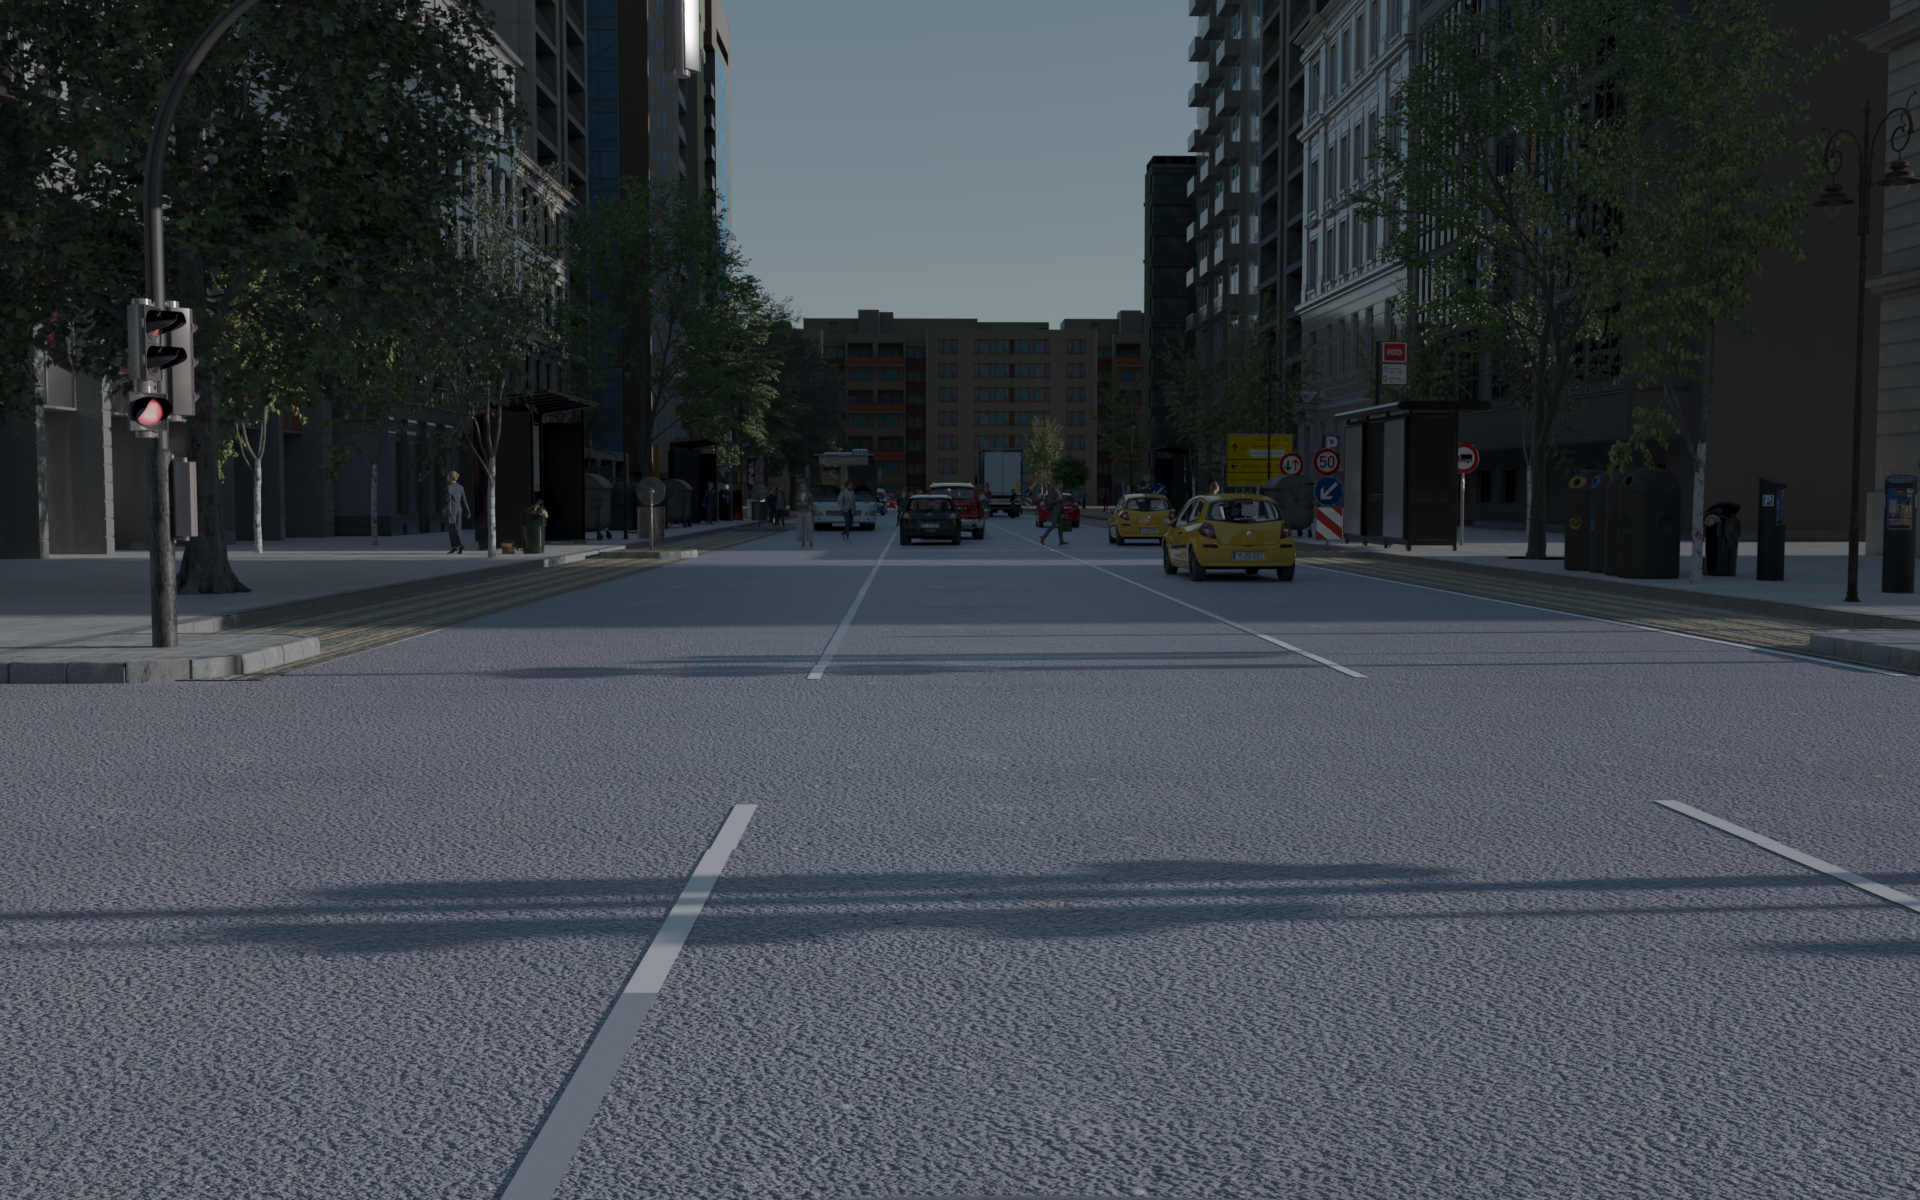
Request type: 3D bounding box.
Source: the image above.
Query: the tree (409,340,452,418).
[{"bbox_3d":[-14.678,-5.684,43.303,4.737,8.622,4.395,0,3,0],"label":"tree"}]

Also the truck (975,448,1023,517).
[{"bbox_3d":[2.501,-7.525,111.953,2.839,4.237,11.283,0,4,-1],"label":"truck"}]

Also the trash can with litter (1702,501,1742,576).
[{"bbox_3d":[11.882,-0.977,27.359,0.624,1.170,1.055,0,4,1],"label":"trash can with litter"}]

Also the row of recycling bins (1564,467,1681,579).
[{"bbox_3d":[10.607,-1.262,27.748,1.069,1.692,3.534,0,4,3],"label":"row of recycling bins"}]

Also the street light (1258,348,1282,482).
[{"bbox_3d":[9.791,-5.019,54.846,0.468,5.910,1.993,0,4,-1],"label":"street light"}]

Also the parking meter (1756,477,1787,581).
[{"bbox_3d":[12.030,-1.056,25.674,0.372,1.533,0.369,0,3,0],"label":"parking meter"}]

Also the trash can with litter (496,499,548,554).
[{"bbox_3d":[-9.378,-1.571,37.068,1.055,1.170,0.624,-1,4,-18],"label":"trash can with litter"}]

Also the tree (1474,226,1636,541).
[{"bbox_3d":[15.680,-5.910,46.987,4.360,8.622,3.978,0,3,0],"label":"tree"}]

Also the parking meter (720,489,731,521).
[{"bbox_3d":[-11.378,-4.594,83.522,0.372,1.533,0.369,0,3,0],"label":"parking meter"}]

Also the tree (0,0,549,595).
[{"bbox_3d":[-9.939,-6.435,22.214,9.611,12.733,9.660,0,3,0],"label":"tree"}]

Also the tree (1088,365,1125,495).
[{"bbox_3d":[9.281,-9.025,97.923,4.737,8.622,4.395,0,3,0],"label":"tree"}]

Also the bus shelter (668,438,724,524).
[{"bbox_3d":[-11.559,-5.195,76.224,1.731,3.624,6.357,0,4,-1],"label":"bus shelter"}]

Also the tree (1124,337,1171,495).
[{"bbox_3d":[10.415,-7.661,75.625,4.737,8.622,4.395,0,3,0],"label":"tree"}]

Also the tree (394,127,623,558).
[{"bbox_3d":[-9.581,-5.153,34.612,4.360,8.622,3.978,0,3,0],"label":"tree"}]

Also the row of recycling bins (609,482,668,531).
[{"bbox_3d":[-11.485,-3.369,62.188,1.069,1.692,3.534,1,4,18],"label":"row of recycling bins"}]

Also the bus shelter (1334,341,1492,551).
[{"bbox_3d":[10.759,-4.003,43.085,2.179,5.291,8.768,0,4,-1],"label":"bus shelter"}]

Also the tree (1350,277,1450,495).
[{"bbox_3d":[15.063,-6.514,56.859,4.737,8.622,4.395,0,3,0],"label":"tree"}]

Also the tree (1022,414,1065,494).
[{"bbox_3d":[7.794,-13.115,164.792,4.737,8.622,4.395,0,3,0],"label":"tree"}]

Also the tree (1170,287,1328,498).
[{"bbox_3d":[10.958,-6.867,62.642,4.737,8.622,4.395,0,3,0],"label":"tree"}]

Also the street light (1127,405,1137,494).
[{"bbox_3d":[8.872,-7.146,89.626,0.468,5.910,1.993,0,4,-1],"label":"street light"}]

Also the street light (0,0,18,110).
[{"bbox_3d":[-8.660,-2.574,14.866,0.468,5.910,1.993,0,4,-1],"label":"street light"}]

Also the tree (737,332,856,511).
[{"bbox_3d":[-12.582,-13.724,131.049,9.857,13.997,8.962,0,3,0],"label":"tree"}]

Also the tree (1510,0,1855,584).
[{"bbox_3d":[10.401,-4.550,24.748,4.737,8.622,4.395,0,3,0],"label":"tree"}]

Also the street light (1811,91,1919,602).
[{"bbox_3d":[10.617,-2.914,20.436,0.468,5.910,1.993,0,4,-1],"label":"street light"}]

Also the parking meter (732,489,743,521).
[{"bbox_3d":[-10.936,-4.724,85.643,0.372,1.533,0.369,0,3,0],"label":"parking meter"}]

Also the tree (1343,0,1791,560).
[{"bbox_3d":[11.514,-6.601,33.688,9.928,11.665,9.643,0,3,0],"label":"tree"}]

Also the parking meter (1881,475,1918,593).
[{"bbox_3d":[12.193,-0.860,22.476,0.372,1.533,0.369,0,3,0],"label":"parking meter"}]

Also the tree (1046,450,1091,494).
[{"bbox_3d":[8.119,-8.888,129.027,4.285,4.588,4.351,0,3,0],"label":"tree"}]

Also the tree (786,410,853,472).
[{"bbox_3d":[-12.731,-13.544,155.848,7.601,10.594,8.767,0,4,-3],"label":"tree"}]

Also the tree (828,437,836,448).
[{"bbox_3d":[-12.877,-13.073,164.113,4.737,8.622,4.395,0,3,0],"label":"tree"}]

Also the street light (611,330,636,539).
[{"bbox_3d":[-9.512,-4.668,49.107,0.468,5.910,1.993,0,4,-1],"label":"street light"}]

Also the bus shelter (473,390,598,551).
[{"bbox_3d":[-10.215,-3.111,42.156,1.731,3.624,6.357,0,4,-1],"label":"bus shelter"}]

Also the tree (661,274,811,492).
[{"bbox_3d":[-11.580,-10.461,89.159,7.486,12.596,7.792,0,3,0],"label":"tree"}]

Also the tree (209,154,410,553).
[{"bbox_3d":[-15.331,-5.350,37.835,4.737,8.622,4.395,0,3,0],"label":"tree"}]

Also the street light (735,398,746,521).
[{"bbox_3d":[-10.544,-6.770,83.474,0.468,5.910,1.993,0,4,-1],"label":"street light"}]

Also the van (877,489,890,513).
[{"bbox_3d":[-6.368,-7.640,131.933,2.013,2.044,4.112,0,4,-3],"label":"van"}]

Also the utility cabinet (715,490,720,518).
[{"bbox_3d":[-12.123,-4.822,87.515,0.318,1.500,1.173,-1,4,-20],"label":"utility cabinet"}]

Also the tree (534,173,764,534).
[{"bbox_3d":[-10.250,-7.984,56.299,9.928,11.665,9.643,0,3,0],"label":"tree"}]

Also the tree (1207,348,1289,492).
[{"bbox_3d":[14.191,-8.304,86.130,4.360,8.622,3.978,0,3,0],"label":"tree"}]

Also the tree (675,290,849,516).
[{"bbox_3d":[-11.472,-11.773,102.854,12.009,13.543,11.850,0,3,0],"label":"tree"}]
